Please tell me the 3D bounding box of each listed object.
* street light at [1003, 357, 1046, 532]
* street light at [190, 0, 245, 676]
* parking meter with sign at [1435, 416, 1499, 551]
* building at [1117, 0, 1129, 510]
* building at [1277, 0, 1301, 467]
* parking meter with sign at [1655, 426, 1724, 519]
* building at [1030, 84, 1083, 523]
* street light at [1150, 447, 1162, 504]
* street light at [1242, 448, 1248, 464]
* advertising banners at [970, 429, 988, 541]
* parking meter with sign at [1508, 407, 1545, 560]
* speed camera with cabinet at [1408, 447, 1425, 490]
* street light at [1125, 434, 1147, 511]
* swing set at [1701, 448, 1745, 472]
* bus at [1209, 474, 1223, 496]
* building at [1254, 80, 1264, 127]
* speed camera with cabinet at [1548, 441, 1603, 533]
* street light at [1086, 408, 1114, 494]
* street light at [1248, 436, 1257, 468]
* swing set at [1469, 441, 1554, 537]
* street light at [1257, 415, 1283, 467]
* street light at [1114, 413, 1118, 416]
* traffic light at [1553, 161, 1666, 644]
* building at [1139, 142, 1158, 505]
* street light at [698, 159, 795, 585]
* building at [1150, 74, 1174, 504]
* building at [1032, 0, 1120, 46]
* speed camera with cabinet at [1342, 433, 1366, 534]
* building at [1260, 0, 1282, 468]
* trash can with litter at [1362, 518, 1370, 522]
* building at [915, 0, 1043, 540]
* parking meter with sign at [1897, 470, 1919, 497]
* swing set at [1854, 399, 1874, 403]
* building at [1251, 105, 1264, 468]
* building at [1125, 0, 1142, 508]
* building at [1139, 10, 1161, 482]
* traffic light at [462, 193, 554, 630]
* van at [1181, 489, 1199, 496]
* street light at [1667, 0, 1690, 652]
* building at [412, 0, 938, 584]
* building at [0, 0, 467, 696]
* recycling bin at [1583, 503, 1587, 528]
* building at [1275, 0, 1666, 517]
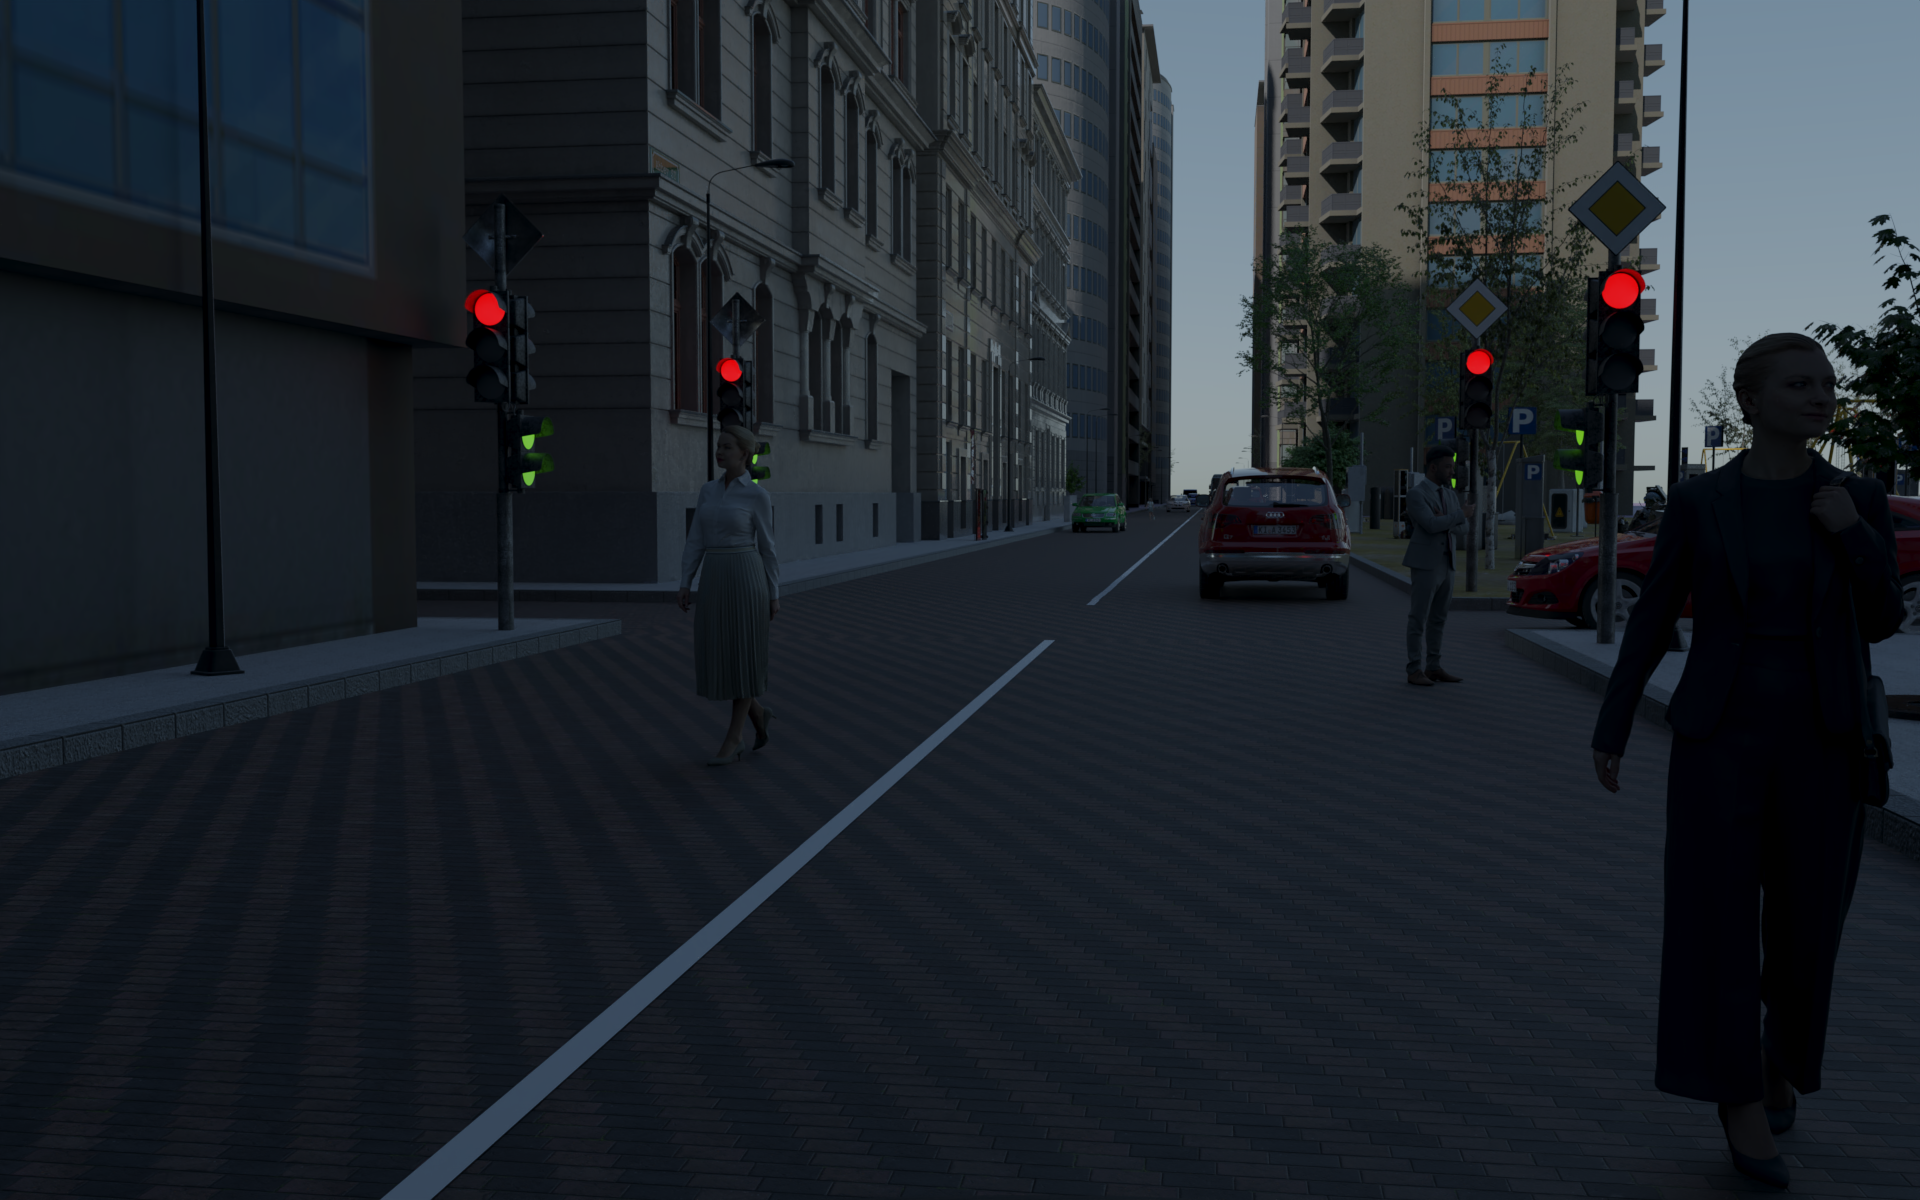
[{"bbox_3d":[2.203,-5.281,58.880,1.470,5.913,1.316,1,4,8],"label":"street light"},{"bbox_3d":[-4.765,-2.419,12.098,1.470,5.913,1.316,1,4,8],"label":"street light"},{"bbox_3d":[11.603,-2.647,39.540,1.738,3.016,0.543,-3,4,-36],"label":"parking meter with sign"},{"bbox_3d":[5.618,-27.601,134.872,14.154,41.232,14.086,1,4,8],"label":"building"},{"bbox_3d":[31.876,-27.575,134.454,14.154,41.232,14.086,1,4,8],"label":"building"},{"bbox_3d":[18.499,-2.920,44.003,1.738,3.016,0.543,-1,4,-22],"label":"parking meter with sign"},{"bbox_3d":[-0.778,-15.086,82.809,11.583,22.565,21.152,1,4,8],"label":"building"},{"bbox_3d":[18.792,-12.074,169.947,1.470,5.913,1.316,1,4,8],"label":"street light"},{"bbox_3d":[30.780,-13.005,185.173,1.470,5.913,1.316,1,4,8],"label":"street light"},{"bbox_3d":[0.510,-3.144,47.594,0.090,3.025,2.074,1,4,14],"label":"advertising banners"},{"bbox_3d":[11.142,-2.304,33.939,0.543,3.016,1.738,0,4,8],"label":"parking meter with sign"},{"bbox_3d":[19.541,-4.801,72.830,0.660,3.252,2.038,-1,4,-21],"label":"speed camera with cabinet"},{"bbox_3d":[13.582,-9.915,134.654,1.470,5.913,1.316,1,4,8],"label":"street light"},{"bbox_3d":[26.992,-3.763,59.138,3.119,2.851,2.862,1,4,11],"label":"swing set"},{"bbox_3d":[25.215,-10.423,165.272,2.948,3.499,13.247,1,4,8],"label":"bus"},{"bbox_3d":[51.028,-38.235,214.385,28.713,52.752,27.495,1,4,8],"label":"building"},{"bbox_3d":[20.428,-3.839,57.108,0.660,3.252,2.038,-2,4,-32],"label":"speed camera with cabinet"},{"bbox_3d":[7.406,-7.400,93.536,1.470,5.913,1.316,1,4,8],"label":"street light"},{"bbox_3d":[23.776,-10.084,137.411,1.470,5.913,1.316,1,4,8],"label":"street light"},{"bbox_3d":[15.786,-3.347,52.351,2.862,2.851,3.119,-2,4,-25],"label":"swing set"},{"bbox_3d":[18.460,-7.934,102.258,1.470,5.913,1.316,1,4,8],"label":"street light"},{"bbox_3d":[8.401,-7.795,99.995,1.470,5.913,1.316,1,4,8],"label":"street light"},{"bbox_3d":[5.537,-1.582,14.788,0.839,4.253,0.868,1,4,8],"label":"traffic light"},{"bbox_3d":[17.410,-34.648,216.602,14.600,45.320,14.200,1,4,8],"label":"building"},{"bbox_3d":[-2.978,-3.161,24.220,1.470,5.913,1.316,1,4,8],"label":"street light"},{"bbox_3d":[18.174,-42.540,237.529,21.231,58.520,28.212,1,4,8],"label":"building"},{"bbox_3d":[-0.903,-34.928,113.074,21.231,58.520,28.212,1,4,8],"label":"building"},{"bbox_3d":[12.839,-3.805,56.545,0.660,3.252,2.038,0,4,7],"label":"speed camera with cabinet"},{"bbox_3d":[37.878,-37.524,155.520,21.231,58.520,28.212,1,4,8],"label":"building"},{"bbox_3d":[18.594,-4.198,79.701,1.678,1.210,2.233,2,4,30],"label":"trash can with litter"},{"bbox_3d":[-4.353,-16.061,59.856,12.463,27.353,25.104,1,4,8],"label":"building"},{"bbox_3d":[29.548,-3.537,54.096,1.738,3.016,0.543,2,4,25],"label":"parking meter with sign"},{"bbox_3d":[16.057,-1.882,28.383,3.119,2.851,2.862,1,4,10],"label":"swing set"},{"bbox_3d":[40.053,-33.315,194.809,14.600,45.320,14.200,1,4,8],"label":"building"},{"bbox_3d":[4.836,-32.386,153.218,21.300,48.544,21.600,1,4,8],"label":"building"},{"bbox_3d":[7.835,-37.136,196.405,28.713,52.752,27.495,1,4,8],"label":"building"},{"bbox_3d":[-4.268,-1.670,16.229,0.839,4.253,0.868,1,4,8],"label":"traffic light"},{"bbox_3d":[27.670,-12.467,208.222,2.240,2.365,5.245,0,4,7],"label":"van"},{"bbox_3d":[5.301,-2.545,14.148,1.470,5.913,1.316,1,4,8],"label":"street light"},{"bbox_3d":[-8.837,-15.195,35.820,14.401,28.519,23.554,1,4,8],"label":"building"},{"bbox_3d":[-12.834,-22.004,9.869,14.200,45.320,14.600,1,4,8],"label":"building"},{"bbox_3d":[23.055,-3.211,65.059,0.722,1.027,0.722,-2,4,-28],"label":"recycling bin"},{"bbox_3d":[31.974,-27.966,111.868,22.147,44.769,28.867,1,4,8],"label":"building"}]
